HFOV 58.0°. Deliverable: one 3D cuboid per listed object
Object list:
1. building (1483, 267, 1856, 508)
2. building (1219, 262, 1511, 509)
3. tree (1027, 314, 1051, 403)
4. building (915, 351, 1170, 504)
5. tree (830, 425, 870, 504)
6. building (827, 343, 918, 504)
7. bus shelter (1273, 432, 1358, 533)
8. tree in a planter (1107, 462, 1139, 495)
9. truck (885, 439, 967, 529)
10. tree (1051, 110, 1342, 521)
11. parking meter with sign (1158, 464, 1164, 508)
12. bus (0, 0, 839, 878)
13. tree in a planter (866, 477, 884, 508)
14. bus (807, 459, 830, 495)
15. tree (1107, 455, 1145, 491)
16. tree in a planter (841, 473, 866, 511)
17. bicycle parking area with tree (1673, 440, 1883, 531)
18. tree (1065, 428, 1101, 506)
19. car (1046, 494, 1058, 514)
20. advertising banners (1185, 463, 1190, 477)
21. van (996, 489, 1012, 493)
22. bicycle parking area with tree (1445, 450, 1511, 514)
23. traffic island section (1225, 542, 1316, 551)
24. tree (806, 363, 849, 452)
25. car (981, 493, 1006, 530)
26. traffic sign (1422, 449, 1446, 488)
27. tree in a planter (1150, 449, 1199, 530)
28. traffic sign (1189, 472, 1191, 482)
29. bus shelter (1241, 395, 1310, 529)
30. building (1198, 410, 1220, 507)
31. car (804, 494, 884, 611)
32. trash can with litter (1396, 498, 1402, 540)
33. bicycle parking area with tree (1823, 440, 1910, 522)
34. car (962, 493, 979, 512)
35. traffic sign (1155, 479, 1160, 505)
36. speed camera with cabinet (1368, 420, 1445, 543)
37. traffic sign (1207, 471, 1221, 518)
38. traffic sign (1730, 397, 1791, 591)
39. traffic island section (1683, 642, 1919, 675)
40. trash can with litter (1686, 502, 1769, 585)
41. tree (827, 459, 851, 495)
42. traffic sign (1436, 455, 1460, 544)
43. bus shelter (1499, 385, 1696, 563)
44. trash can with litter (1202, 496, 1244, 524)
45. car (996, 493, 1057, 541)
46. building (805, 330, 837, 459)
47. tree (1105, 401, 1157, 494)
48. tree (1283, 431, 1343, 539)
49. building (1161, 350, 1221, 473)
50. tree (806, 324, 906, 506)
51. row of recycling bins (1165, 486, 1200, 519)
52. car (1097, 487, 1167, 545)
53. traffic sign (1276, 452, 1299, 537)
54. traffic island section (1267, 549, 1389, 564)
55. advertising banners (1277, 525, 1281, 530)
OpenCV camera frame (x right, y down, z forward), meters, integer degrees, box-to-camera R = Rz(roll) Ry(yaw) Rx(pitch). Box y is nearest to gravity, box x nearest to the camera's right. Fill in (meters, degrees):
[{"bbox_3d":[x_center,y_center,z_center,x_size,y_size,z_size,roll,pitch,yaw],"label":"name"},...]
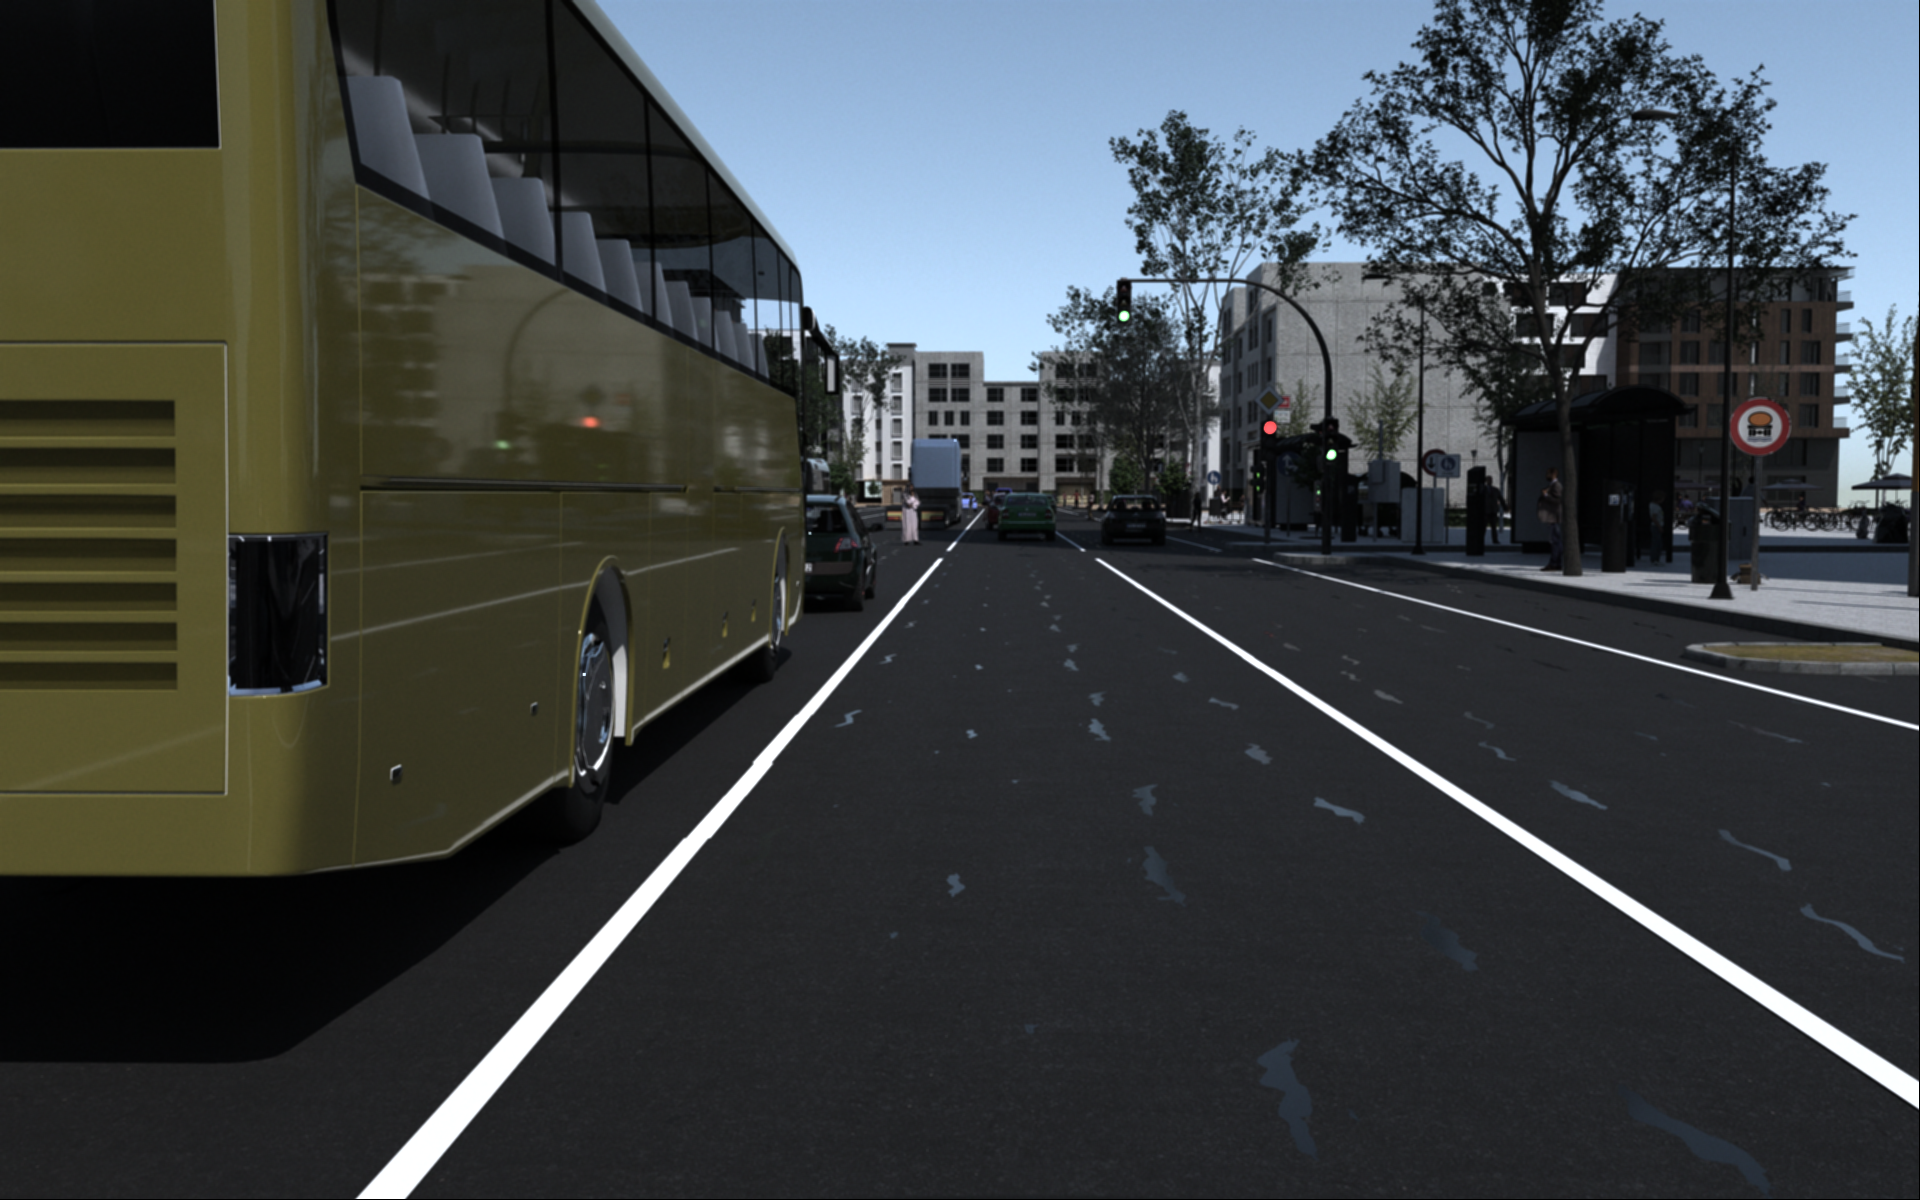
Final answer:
[{"bbox_3d":[64.287,-19.952,170.194,32.646,21.610,27.936,0,4,1],"label":"building"},{"bbox_3d":[31.570,-16.777,140.766,16.747,18.905,31.486,0,4,1],"label":"building"},{"bbox_3d":[12.319,-18.401,156.750,12.611,20.169,13.585,0,3,0],"label":"tree"},{"bbox_3d":[10.353,-21.809,223.035,31.486,18.905,16.747,0,4,1],"label":"building"},{"bbox_3d":[-11.453,-14.083,180.620,4.737,8.622,4.395,0,3,0],"label":"tree"},{"bbox_3d":[-11.080,-22.435,223.239,11.380,20.091,16.016,0,4,1],"label":"building"},{"bbox_3d":[11.675,-3.906,57.779,2.014,3.302,5.546,0,4,1],"label":"bus shelter"},{"bbox_3d":[9.083,-6.074,96.536,1.991,3.239,1.994,0,4,1],"label":"tree in a planter"},{"bbox_3d":[-1.426,-5.419,78.354,2.967,4.110,18.799,0,4,2],"label":"truck"},{"bbox_3d":[11.965,-13.945,83.894,12.611,20.169,13.585,0,3,0],"label":"tree"},{"bbox_3d":[12.237,-6.294,99.163,1.738,3.016,0.543,-1,4,-23],"label":"parking meter with sign"},{"bbox_3d":[-2.657,-1.127,9.973,2.896,3.916,12.252,0,4,1],"label":"bus"},{"bbox_3d":[-8.708,-10.826,174.229,1.991,3.239,1.994,0,4,1],"label":"tree in a planter"},{"bbox_3d":[-8.088,-5.513,84.997,2.948,3.499,13.247,0,4,0],"label":"bus"},{"bbox_3d":[13.253,-9.419,137.706,4.285,4.588,4.351,0,3,0],"label":"tree"},{"bbox_3d":[-9.297,-9.165,147.063,1.991,3.239,1.994,0,4,1],"label":"tree in a planter"},{"bbox_3d":[28.742,-4.707,63.966,9.016,4.147,8.231,2,4,31],"label":"bicycle parking area with tree"},{"bbox_3d":[13.391,-14.432,186.322,4.360,8.622,3.978,0,3,0],"label":"tree"},{"bbox_3d":[6.220,-7.139,128.522,2.131,1.459,4.920,0,4,2],"label":"car"},{"bbox_3d":[12.213,-6.111,96.105,0.090,3.025,2.074,3,5,40],"label":"advertising banners"},{"bbox_3d":[4.922,-11.536,193.003,2.240,2.365,5.245,0,4,3],"label":"van"},{"bbox_3d":[34.862,-7.591,111.119,9.016,4.147,8.231,-1,4,-19],"label":"bicycle parking area with tree"},{"bbox_3d":[7.960,-1.374,44.747,2.009,0.180,2.903,0,4,1],"label":"traffic island section"},{"bbox_3d":[-12.628,-12.690,133.236,9.928,11.665,9.643,0,3,0],"label":"tree"},{"bbox_3d":[1.953,-3.710,69.697,2.155,1.783,4.494,0,4,-1],"label":"car"},{"bbox_3d":[13.414,-2.987,48.935,0.768,2.556,0.104,1,4,9],"label":"traffic sign"},{"bbox_3d":[8.492,-4.409,69.311,1.991,3.239,1.994,0,4,1],"label":"tree in a planter"},{"bbox_3d":[13.109,-6.016,98.469,0.768,2.556,0.104,0,4,3],"label":"traffic sign"},{"bbox_3d":[12.309,-5.518,67.851,2.179,5.291,8.768,0,4,1],"label":"bus shelter"},{"bbox_3d":[28.940,-14.001,171.056,9.099,9.664,28.070,0,4,1],"label":"building"},{"bbox_3d":[-2.019,-0.781,22.562,2.009,1.686,4.222,0,3,0],"label":"car"},{"bbox_3d":[12.587,-2.274,48.571,0.624,1.170,1.055,0,4,6],"label":"trash can with litter"},{"bbox_3d":[50.792,-6.315,90.247,8.231,4.147,9.016,3,5,39],"label":"bicycle parking area with tree"},{"bbox_3d":[0.520,-7.885,138.515,1.945,1.707,3.694,0,4,0],"label":"car"},{"bbox_3d":[11.541,-6.123,100.119,0.884,2.594,0.081,0,4,8],"label":"traffic sign"},{"bbox_3d":[11.800,-3.147,45.795,0.660,3.252,2.038,-3,5,-41],"label":"speed camera with cabinet"},{"bbox_3d":[13.853,-5.771,94.462,0.768,2.556,0.104,1,4,11],"label":"traffic sign"},{"bbox_3d":[10.558,-1.397,22.945,0.768,2.556,0.104,1,4,9],"label":"traffic sign"},{"bbox_3d":[7.303,0.498,14.721,1.991,0.108,1.994,0,4,1],"label":"traffic island section"},{"bbox_3d":[10.987,-0.821,24.809,1.055,1.170,0.624,1,4,14],"label":"trash can with litter"},{"bbox_3d":[-11.605,-10.859,161.264,4.285,4.588,4.351,0,3,0],"label":"tree"},{"bbox_3d":[12.536,-2.594,44.545,0.606,2.300,0.079,1,4,11],"label":"traffic sign"},{"bbox_3d":[12.638,-2.502,34.829,2.014,3.302,5.546,0,4,1],"label":"bus shelter"},{"bbox_3d":[11.374,-3.881,74.507,2.233,1.210,1.678,0,4,-6],"label":"trash can with litter"},{"bbox_3d":[2.095,-2.804,54.642,1.959,1.807,4.718,0,4,2],"label":"car"},{"bbox_3d":[-33.554,-23.556,229.120,32.646,21.610,27.936,0,4,1],"label":"building"},{"bbox_3d":[12.940,-10.895,128.499,4.737,8.622,4.395,0,3,0],"label":"tree"},{"bbox_3d":[10.102,-3.368,49.669,1.663,3.219,1.824,0,3,0],"label":"tree"},{"bbox_3d":[31.772,-22.370,222.166,11.380,20.091,16.016,0,4,1],"label":"building"},{"bbox_3d":[-12.339,-20.594,192.607,12.611,20.169,13.585,0,3,0],"label":"tree"},{"bbox_3d":[11.730,-5.133,91.045,1.069,1.692,3.534,-1,4,-12],"label":"row of recycling bins"},{"bbox_3d":[4.956,-2.442,49.707,2.009,1.686,4.222,0,4,3],"label":"car"},{"bbox_3d":[9.885,-3.178,52.071,0.768,2.556,0.104,1,4,10],"label":"traffic sign"},{"bbox_3d":[7.787,-0.886,36.764,2.009,0.180,2.903,0,4,1],"label":"traffic island section"},{"bbox_3d":[12.208,-4.042,62.282,2.074,3.025,0.090,-2,4,-34],"label":"advertising banners"}]
